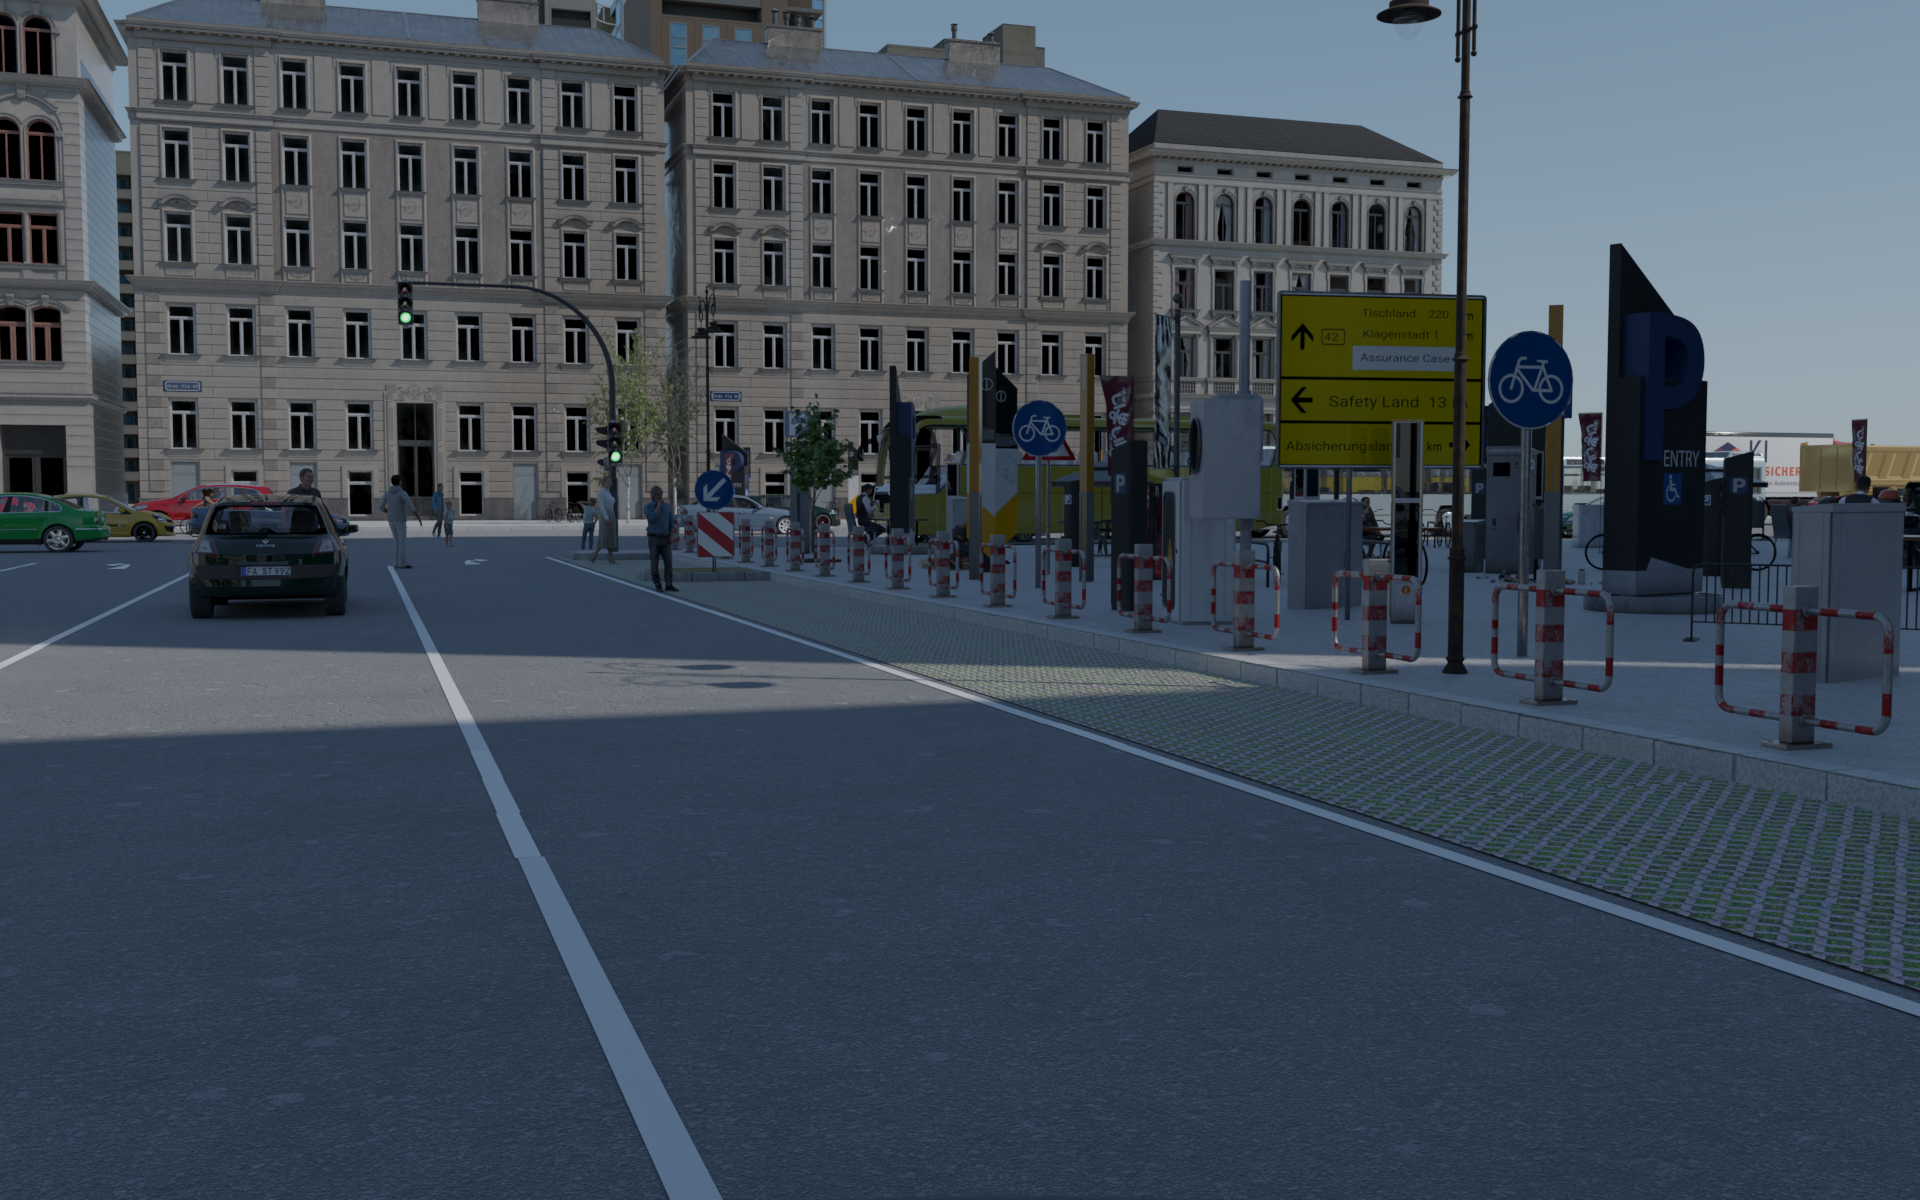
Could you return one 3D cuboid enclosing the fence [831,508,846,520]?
[{"bbox_3d":[-5.585,-3.730,76.368,2.069,0.683,0.278,2,4,33],"label":"fence"}]

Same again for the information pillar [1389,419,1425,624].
[{"bbox_3d":[4.429,-0.776,17.180,0.304,2.012,0.304,1,4,13],"label":"information pillar"}]

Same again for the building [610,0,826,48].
[{"bbox_3d":[-25.115,-52.245,166.881,22.319,86.520,31.000,-1,4,-19],"label":"building"}]

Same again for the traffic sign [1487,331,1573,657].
[{"bbox_3d":[4.442,-0.826,13.611,0.768,2.556,0.104,-1,4,-17],"label":"traffic sign"}]

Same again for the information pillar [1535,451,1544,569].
[{"bbox_3d":[9.759,-1.539,29.662,0.304,2.012,0.304,-3,4,-38],"label":"information pillar"}]

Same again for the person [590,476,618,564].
[{"bbox_3d":[-7.275,-1.629,35.359,0.641,1.798,0.478,2,4,27],"label":"person"}]

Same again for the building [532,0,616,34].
[{"bbox_3d":[-57.762,-49.629,249.692,20.611,71.187,20.563,-1,4,-19],"label":"building"}]

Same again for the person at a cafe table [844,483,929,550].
[{"bbox_3d":[-1.810,-1.891,39.434,1.622,1.524,1.698,-2,4,-27],"label":"person at a cafe table"}]

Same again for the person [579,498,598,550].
[{"bbox_3d":[-9.008,-1.801,41.861,0.435,1.345,0.340,-2,4,-31],"label":"person"}]

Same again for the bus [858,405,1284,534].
[{"bbox_3d":[3.335,-3.551,49.599,12.252,3.916,2.896,-1,4,-21],"label":"bus"}]

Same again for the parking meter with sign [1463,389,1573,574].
[{"bbox_3d":[8.863,-1.932,27.854,1.738,3.016,0.543,3,5,41],"label":"parking meter with sign"}]

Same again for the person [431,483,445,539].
[{"bbox_3d":[-16.698,-2.849,55.425,0.444,1.785,0.601,2,4,26],"label":"person"}]

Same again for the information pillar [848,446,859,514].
[{"bbox_3d":[-4.786,-5.263,77.411,0.504,3.616,0.183,-1,4,-22],"label":"information pillar"}]

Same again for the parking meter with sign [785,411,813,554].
[{"bbox_3d":[-3.406,-2.511,37.323,0.543,3.016,1.738,0,3,0],"label":"parking meter with sign"}]

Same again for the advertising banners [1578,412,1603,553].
[{"bbox_3d":[14.092,-2.475,36.649,2.074,3.025,0.090,3,4,38],"label":"advertising banners"}]

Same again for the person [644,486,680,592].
[{"bbox_3d":[-4.360,-0.892,25.299,0.499,1.552,0.429,-1,4,-10],"label":"person"}]

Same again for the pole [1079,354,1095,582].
[{"bbox_3d":[1.853,-1.923,25.281,0.158,3.312,0.155,0,3,0],"label":"pole"}]

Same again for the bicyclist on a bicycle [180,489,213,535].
[{"bbox_3d":[-26.658,-3.122,61.058,1.625,1.676,1.499,-1,4,-17],"label":"bicyclist on a bicycle"}]

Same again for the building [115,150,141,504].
[{"bbox_3d":[-118.560,-37.039,229.287,21.600,48.544,21.300,-1,4,-19],"label":"building"}]

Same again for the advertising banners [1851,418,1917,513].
[{"bbox_3d":[21.082,-2.656,39.617,0.090,3.025,2.074,-1,4,-12],"label":"advertising banners"}]

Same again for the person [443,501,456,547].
[{"bbox_3d":[-13.882,-2.076,47.120,0.332,1.250,0.352,-1,4,-20],"label":"person"}]

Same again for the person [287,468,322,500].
[{"bbox_3d":[-9.571,-1.019,25.285,0.598,1.807,0.434,-2,4,-30],"label":"person"}]

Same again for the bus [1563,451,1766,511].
[{"bbox_3d":[27.761,-4.784,73.071,13.247,3.499,2.948,-1,4,-19],"label":"bus"}]

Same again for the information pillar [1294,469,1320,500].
[{"bbox_3d":[5.628,-1.444,28.105,0.304,2.012,0.304,-2,4,-24],"label":"information pillar"}]

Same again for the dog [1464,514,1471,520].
[{"bbox_3d":[15.357,-2.199,52.795,0.513,0.831,0.800,1,4,15],"label":"dog"}]

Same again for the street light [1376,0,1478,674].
[{"bbox_3d":[3.545,-2.412,12.226,0.468,5.910,1.993,-1,4,-19],"label":"street light"}]

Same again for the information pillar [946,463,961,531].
[{"bbox_3d":[-0.154,-2.224,40.860,0.304,2.012,0.304,1,4,11],"label":"information pillar"}]

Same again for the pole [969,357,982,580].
[{"bbox_3d":[0.235,-1.960,25.887,0.158,3.312,0.155,0,3,0],"label":"pole"}]

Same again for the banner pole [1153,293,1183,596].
[{"bbox_3d":[2.590,-1.926,21.506,0.401,3.779,0.863,2,4,33],"label":"banner pole"}]

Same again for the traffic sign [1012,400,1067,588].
[{"bbox_3d":[1.066,-1.434,23.556,0.768,2.556,0.104,-1,4,-15],"label":"traffic sign"}]

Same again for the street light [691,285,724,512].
[{"bbox_3d":[-5.607,-4.021,38.526,0.468,5.910,1.993,-1,4,-19],"label":"street light"}]

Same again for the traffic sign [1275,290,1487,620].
[{"bbox_3d":[4.267,-1.452,17.612,2.265,3.308,0.079,-1,4,-11],"label":"traffic sign"}]

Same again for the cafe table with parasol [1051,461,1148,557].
[{"bbox_3d":[2.947,-1.901,35.947,2.610,1.966,2.610,-2,4,-24],"label":"cafe table with parasol"}]

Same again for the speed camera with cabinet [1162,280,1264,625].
[{"bbox_3d":[2.415,-1.375,16.809,0.660,3.252,2.038,0,4,-3],"label":"speed camera with cabinet"}]

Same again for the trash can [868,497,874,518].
[{"bbox_3d":[-4.506,-4.688,88.302,0.748,1.137,0.748,0,3,0],"label":"trash can"}]

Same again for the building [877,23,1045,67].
[{"bbox_3d":[-0.554,-34.201,182.886,21.600,48.544,21.300,-1,4,-19],"label":"building"}]

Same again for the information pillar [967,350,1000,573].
[{"bbox_3d":[0.362,-2.259,28.293,0.504,3.616,0.183,0,4,1],"label":"information pillar"}]

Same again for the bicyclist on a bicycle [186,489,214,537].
[{"bbox_3d":[-24.857,-2.906,57.536,1.625,1.676,1.499,-1,4,-20],"label":"bicyclist on a bicycle"}]

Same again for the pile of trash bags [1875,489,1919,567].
[{"bbox_3d":[17.055,-1.369,32.136,1.912,1.369,3.447,2,4,34],"label":"pile of trash bags"}]

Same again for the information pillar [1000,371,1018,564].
[{"bbox_3d":[0.806,-2.465,31.655,0.504,3.616,0.183,-2,4,-24],"label":"information pillar"}]

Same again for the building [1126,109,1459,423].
[{"bbox_3d":[17.809,-16.762,102.935,19.941,23.489,11.050,-1,4,-19],"label":"building"}]

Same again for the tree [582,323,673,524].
[{"bbox_3d":[-14.430,-7.623,75.002,4.737,8.622,4.395,0,3,0],"label":"tree"}]

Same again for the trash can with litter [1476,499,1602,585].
[{"bbox_3d":[8.429,-0.872,25.308,1.678,1.210,2.233,-1,4,-16],"label":"trash can with litter"}]

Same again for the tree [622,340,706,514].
[{"bbox_3d":[-13.737,-8.052,82.005,4.360,8.622,3.978,0,3,0],"label":"tree"}]

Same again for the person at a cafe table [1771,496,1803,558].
[{"bbox_3d":[17.183,-1.477,35.005,1.726,1.238,1.698,-1,4,-21],"label":"person at a cafe table"}]

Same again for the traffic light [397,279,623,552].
[{"bbox_3d":[-9.677,-3.850,37.616,4.771,5.953,1.251,-1,4,-19],"label":"traffic light"}]

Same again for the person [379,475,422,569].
[{"bbox_3d":[-10.737,-1.509,33.318,0.875,1.805,0.789,1,4,18],"label":"person"}]

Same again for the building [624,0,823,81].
[{"bbox_3d":[-20.119,-30.326,145.949,14.600,45.320,14.200,-1,4,-19],"label":"building"}]

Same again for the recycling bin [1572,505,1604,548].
[{"bbox_3d":[15.142,-1.774,41.553,0.722,1.027,0.722,0,4,8],"label":"recycling bin"}]

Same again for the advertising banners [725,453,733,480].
[{"bbox_3d":[-10.388,-4.765,74.102,2.074,3.025,0.090,3,5,41],"label":"advertising banners"}]

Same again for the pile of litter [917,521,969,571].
[{"bbox_3d":[-0.172,-0.968,29.784,1.176,0.858,1.719,1,4,16],"label":"pile of litter"}]

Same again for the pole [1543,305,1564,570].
[{"bbox_3d":[6.433,-1.526,18.789,0.158,3.312,0.155,0,3,0],"label":"pole"}]

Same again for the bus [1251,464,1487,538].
[{"bbox_3d":[12.922,-3.846,57.737,13.247,3.499,2.948,-1,4,-21],"label":"bus"}]

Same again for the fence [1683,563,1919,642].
[{"bbox_3d":[7.249,0.045,14.636,2.069,0.683,0.278,2,4,30],"label":"fence"}]

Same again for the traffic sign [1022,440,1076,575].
[{"bbox_3d":[1.401,-1.680,27.468,0.884,2.594,0.081,-1,4,-12],"label":"traffic sign"}]

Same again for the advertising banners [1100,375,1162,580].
[{"bbox_3d":[3.083,-1.810,25.784,2.074,3.025,0.090,-1,4,-9],"label":"advertising banners"}]

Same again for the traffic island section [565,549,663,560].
[{"bbox_3d":[-7.689,-0.996,38.567,2.009,0.180,2.903,-1,4,-19],"label":"traffic island section"}]

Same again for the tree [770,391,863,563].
[{"bbox_3d":[-2.725,-2.322,32.569,1.663,3.219,1.824,0,3,0],"label":"tree"}]
